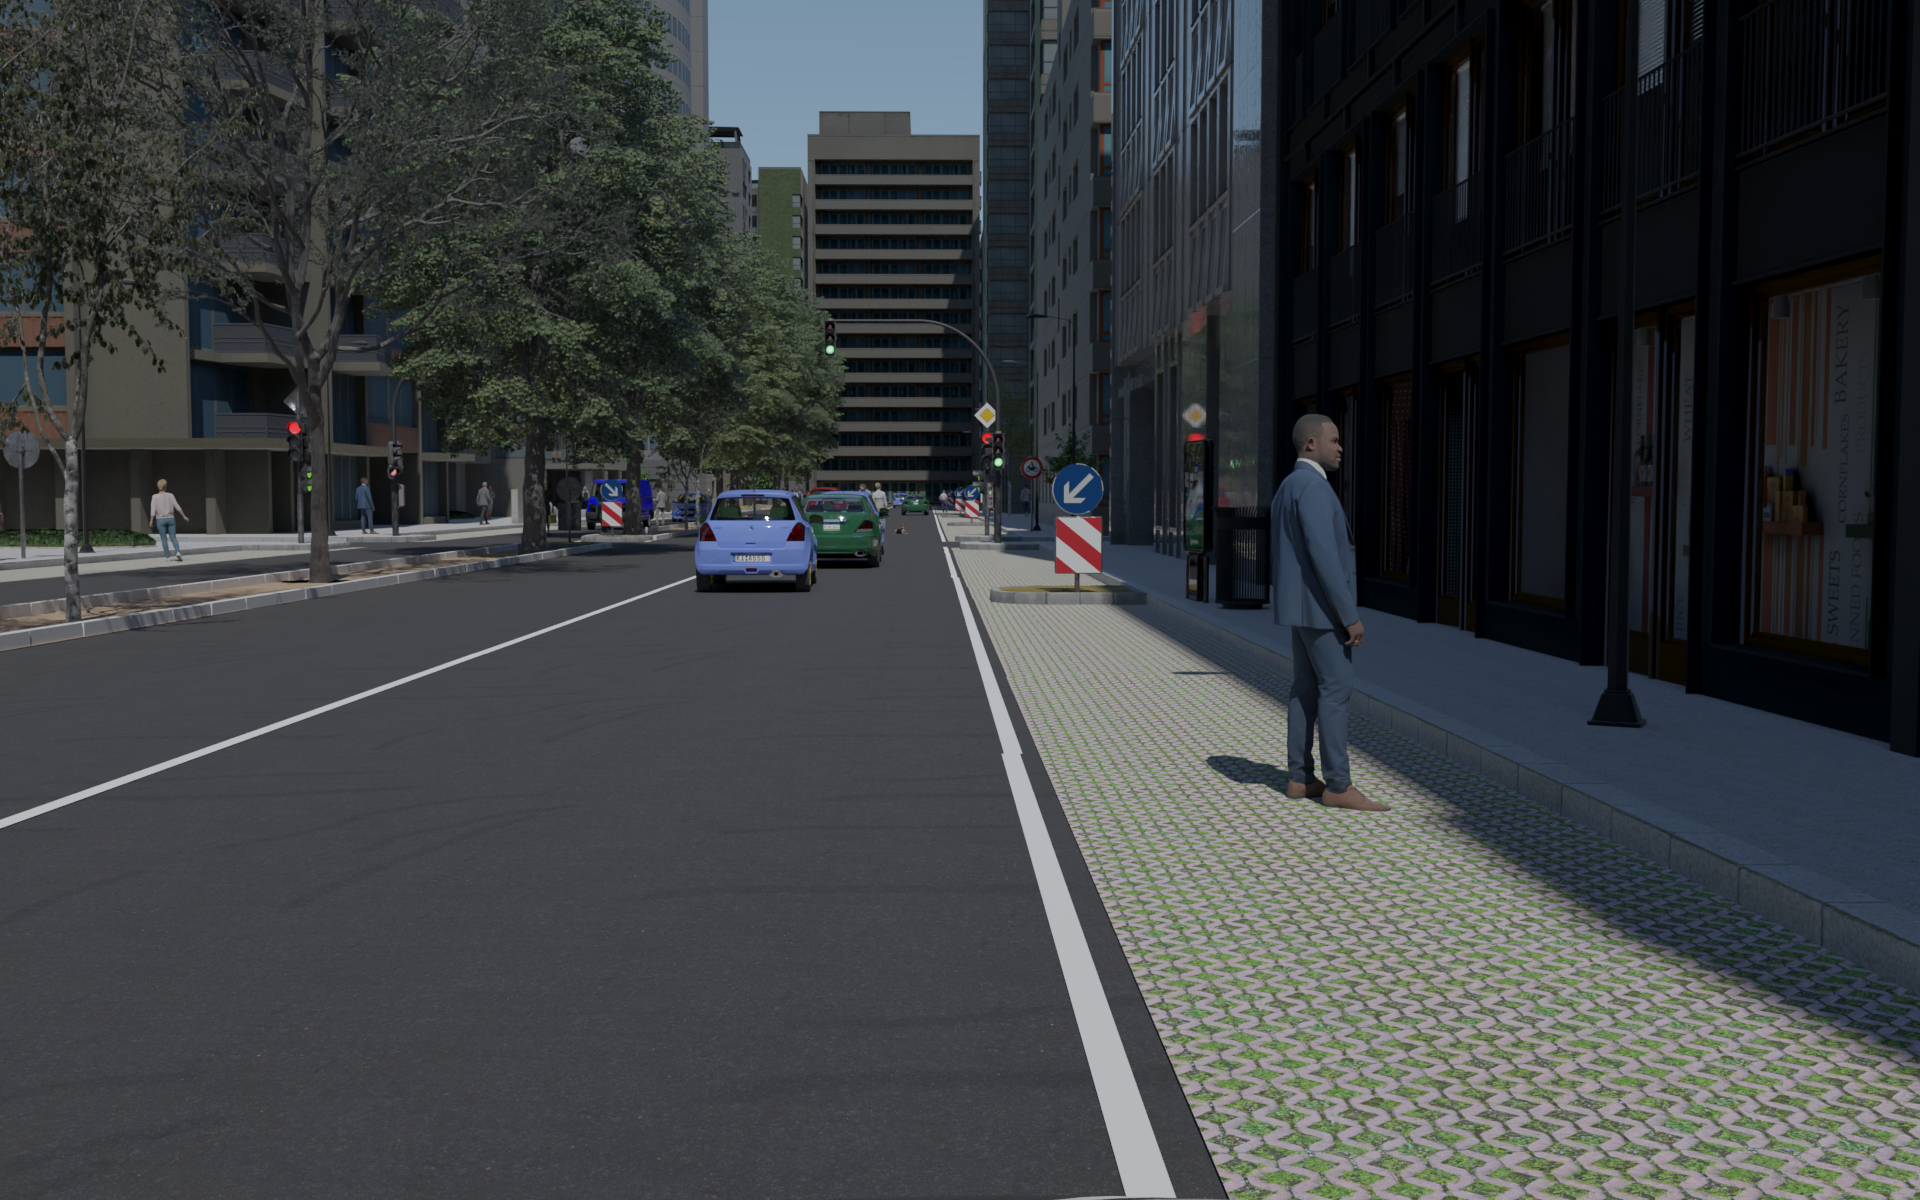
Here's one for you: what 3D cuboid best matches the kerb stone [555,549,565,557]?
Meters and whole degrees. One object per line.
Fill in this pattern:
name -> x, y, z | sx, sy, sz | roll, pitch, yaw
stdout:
kerb stone -> -9.204, -1.046, 39.337 | 0.120, 0.150, 1.000 | 0, 4, -1

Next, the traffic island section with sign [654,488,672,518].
traffic island section with sign -> -17.902, -5.872, 104.638 | 1.989, 1.847, 2.006 | 0, 4, -1

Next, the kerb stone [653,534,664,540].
kerb stone -> -9.477, -1.953, 54.180 | 0.120, 0.150, 1.000 | 0, 4, -1

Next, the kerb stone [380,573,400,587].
kerb stone -> -8.986, -0.295, 27.017 | 0.120, 0.150, 1.000 | 0, 4, -1

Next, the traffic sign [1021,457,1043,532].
traffic sign -> 2.439, -3.593, 58.850 | 0.768, 2.556, 0.104 | 0, 4, 0

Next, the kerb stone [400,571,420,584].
kerb stone -> -9.001, -0.358, 28.045 | 0.120, 0.150, 1.000 | 0, 4, -1

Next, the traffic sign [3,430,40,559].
traffic sign -> -18.627, -2.096, 34.374 | 0.768, 2.556, 0.104 | 0, 4, 5

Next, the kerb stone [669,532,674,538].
kerb stone -> -9.515, -2.082, 56.232 | 0.120, 0.150, 1.000 | 0, 4, -1

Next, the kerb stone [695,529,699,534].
kerb stone -> -9.626, -2.456, 62.400 | 0.120, 0.150, 1.000 | 0, 4, -1

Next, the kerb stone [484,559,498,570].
kerb stone -> -9.092, -0.668, 33.172 | 0.120, 0.150, 1.000 | 0, 4, -1

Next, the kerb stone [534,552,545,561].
kerb stone -> -9.169, -0.922, 37.291 | 0.120, 0.150, 1.000 | 0, 4, -1

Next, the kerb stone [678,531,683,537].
kerb stone -> -9.550, -2.208, 58.300 | 0.120, 0.150, 1.000 | 0, 4, -1

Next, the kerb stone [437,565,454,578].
kerb stone -> -9.036, -0.483, 30.099 | 0.120, 0.150, 1.000 | 0, 4, -1

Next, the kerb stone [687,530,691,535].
kerb stone -> -9.600, -2.329, 60.355 | 0.120, 0.150, 1.000 | 0, 4, -1

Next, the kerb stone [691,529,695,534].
kerb stone -> -9.612, -2.396, 61.377 | 0.120, 0.150, 1.000 | 0, 4, -1

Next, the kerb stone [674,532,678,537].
kerb stone -> -9.525, -2.143, 57.269 | 0.120, 0.150, 1.000 | 0, 4, -1

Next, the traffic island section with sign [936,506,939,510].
traffic island section with sign -> -1.005, -8.956, 155.058 | 1.989, 1.847, 2.006 | 0, 4, -1

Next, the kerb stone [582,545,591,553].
kerb stone -> -9.265, -1.237, 42.428 | 0.120, 0.150, 1.000 | 0, 4, -1

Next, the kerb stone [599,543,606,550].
kerb stone -> -9.306, -1.361, 44.476 | 0.120, 0.150, 1.000 | 0, 4, -1

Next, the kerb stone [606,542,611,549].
kerb stone -> -9.314, -1.423, 45.498 | 0.120, 0.150, 1.000 | 0, 4, -1

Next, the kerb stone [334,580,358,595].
kerb stone -> -8.942, -0.170, 24.973 | 0.120, 0.150, 1.000 | 0, 4, -1

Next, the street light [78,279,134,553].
street light -> -18.508, -3.979, 37.602 | 1.470, 5.913, 1.316 | 0, 4, -1

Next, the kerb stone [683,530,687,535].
kerb stone -> -9.571, -2.271, 59.324 | 0.120, 0.150, 1.000 | 0, 4, -1

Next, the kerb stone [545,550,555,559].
kerb stone -> -9.182, -0.985, 38.315 | 0.120, 0.150, 1.000 | 0, 4, -1

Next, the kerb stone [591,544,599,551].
kerb stone -> -9.274, -1.300, 43.450 | 0.120, 0.150, 1.000 | 0, 4, -1

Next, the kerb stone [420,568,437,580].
kerb stone -> -9.029, -0.416, 29.074 | 0.120, 0.150, 1.000 | 0, 4, -1

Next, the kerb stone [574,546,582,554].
kerb stone -> -9.250, -1.174, 41.393 | 0.120, 0.150, 1.000 | 0, 4, -1

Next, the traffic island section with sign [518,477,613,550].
traffic island section with sign -> -10.362, -2.277, 45.369 | 2.006, 1.907, 1.989 | 0, 4, -1

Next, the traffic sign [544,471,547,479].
traffic sign -> -19.464, -4.883, 79.949 | 0.768, 2.556, 0.104 | 0, 4, 1

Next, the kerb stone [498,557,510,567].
kerb stone -> -9.114, -0.732, 34.205 | 0.120, 0.150, 1.000 | 0, 4, -1

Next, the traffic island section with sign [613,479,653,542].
traffic island section with sign -> -10.488, -2.730, 52.775 | 2.006, 1.907, 1.989 | 0, 4, -1

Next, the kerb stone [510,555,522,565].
kerb stone -> -9.130, -0.797, 35.230 | 0.120, 0.150, 1.000 | 0, 4, -1

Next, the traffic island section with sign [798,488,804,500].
traffic island section with sign -> -11.870, -7.325, 127.901 | 2.006, 1.907, 1.989 | 0, 4, -1

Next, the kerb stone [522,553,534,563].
kerb stone -> -9.147, -0.860, 36.263 | 0.120, 0.150, 1.000 | 0, 4, -1

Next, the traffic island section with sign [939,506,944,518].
traffic island section with sign -> -0.098, -5.904, 105.161 | 1.989, 1.847, 2.006 | 0, 4, -1

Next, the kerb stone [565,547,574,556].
kerb stone -> -9.231, -1.112, 40.371 | 0.120, 0.150, 1.000 | 0, 4, -1

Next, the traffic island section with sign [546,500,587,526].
traffic island section with sign -> -17.414, -4.224, 77.687 | 1.989, 1.847, 2.006 | 0, 4, -1

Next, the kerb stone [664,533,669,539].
kerb stone -> -9.495, -2.017, 55.202 | 0.120, 0.150, 1.000 | 0, 4, -1

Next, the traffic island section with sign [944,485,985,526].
traffic island section with sign -> 0.411, -4.238, 77.915 | 1.989, 1.847, 2.006 | 0, 4, -1

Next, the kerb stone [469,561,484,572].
kerb stone -> -9.076, -0.609, 32.150 | 0.120, 0.150, 1.000 | 0, 4, -1

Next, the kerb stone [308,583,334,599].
kerb stone -> -8.922, -0.104, 23.950 | 0.120, 0.150, 1.000 | 0, 4, -1

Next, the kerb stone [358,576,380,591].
kerb stone -> -8.965, -0.232, 25.995 | 0.120, 0.150, 1.000 | 0, 4, -1

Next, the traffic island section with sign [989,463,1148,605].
traffic island section with sign -> 1.409, -0.892, 23.215 | 1.989, 1.847, 2.006 | 0, 4, -1

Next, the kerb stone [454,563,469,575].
kerb stone -> -9.063, -0.545, 31.121 | 0.120, 0.150, 1.000 | 0, 4, -1

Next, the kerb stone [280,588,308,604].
kerb stone -> -8.909, -0.044, 22.922 | 0.120, 0.150, 1.000 | 0, 4, -1
